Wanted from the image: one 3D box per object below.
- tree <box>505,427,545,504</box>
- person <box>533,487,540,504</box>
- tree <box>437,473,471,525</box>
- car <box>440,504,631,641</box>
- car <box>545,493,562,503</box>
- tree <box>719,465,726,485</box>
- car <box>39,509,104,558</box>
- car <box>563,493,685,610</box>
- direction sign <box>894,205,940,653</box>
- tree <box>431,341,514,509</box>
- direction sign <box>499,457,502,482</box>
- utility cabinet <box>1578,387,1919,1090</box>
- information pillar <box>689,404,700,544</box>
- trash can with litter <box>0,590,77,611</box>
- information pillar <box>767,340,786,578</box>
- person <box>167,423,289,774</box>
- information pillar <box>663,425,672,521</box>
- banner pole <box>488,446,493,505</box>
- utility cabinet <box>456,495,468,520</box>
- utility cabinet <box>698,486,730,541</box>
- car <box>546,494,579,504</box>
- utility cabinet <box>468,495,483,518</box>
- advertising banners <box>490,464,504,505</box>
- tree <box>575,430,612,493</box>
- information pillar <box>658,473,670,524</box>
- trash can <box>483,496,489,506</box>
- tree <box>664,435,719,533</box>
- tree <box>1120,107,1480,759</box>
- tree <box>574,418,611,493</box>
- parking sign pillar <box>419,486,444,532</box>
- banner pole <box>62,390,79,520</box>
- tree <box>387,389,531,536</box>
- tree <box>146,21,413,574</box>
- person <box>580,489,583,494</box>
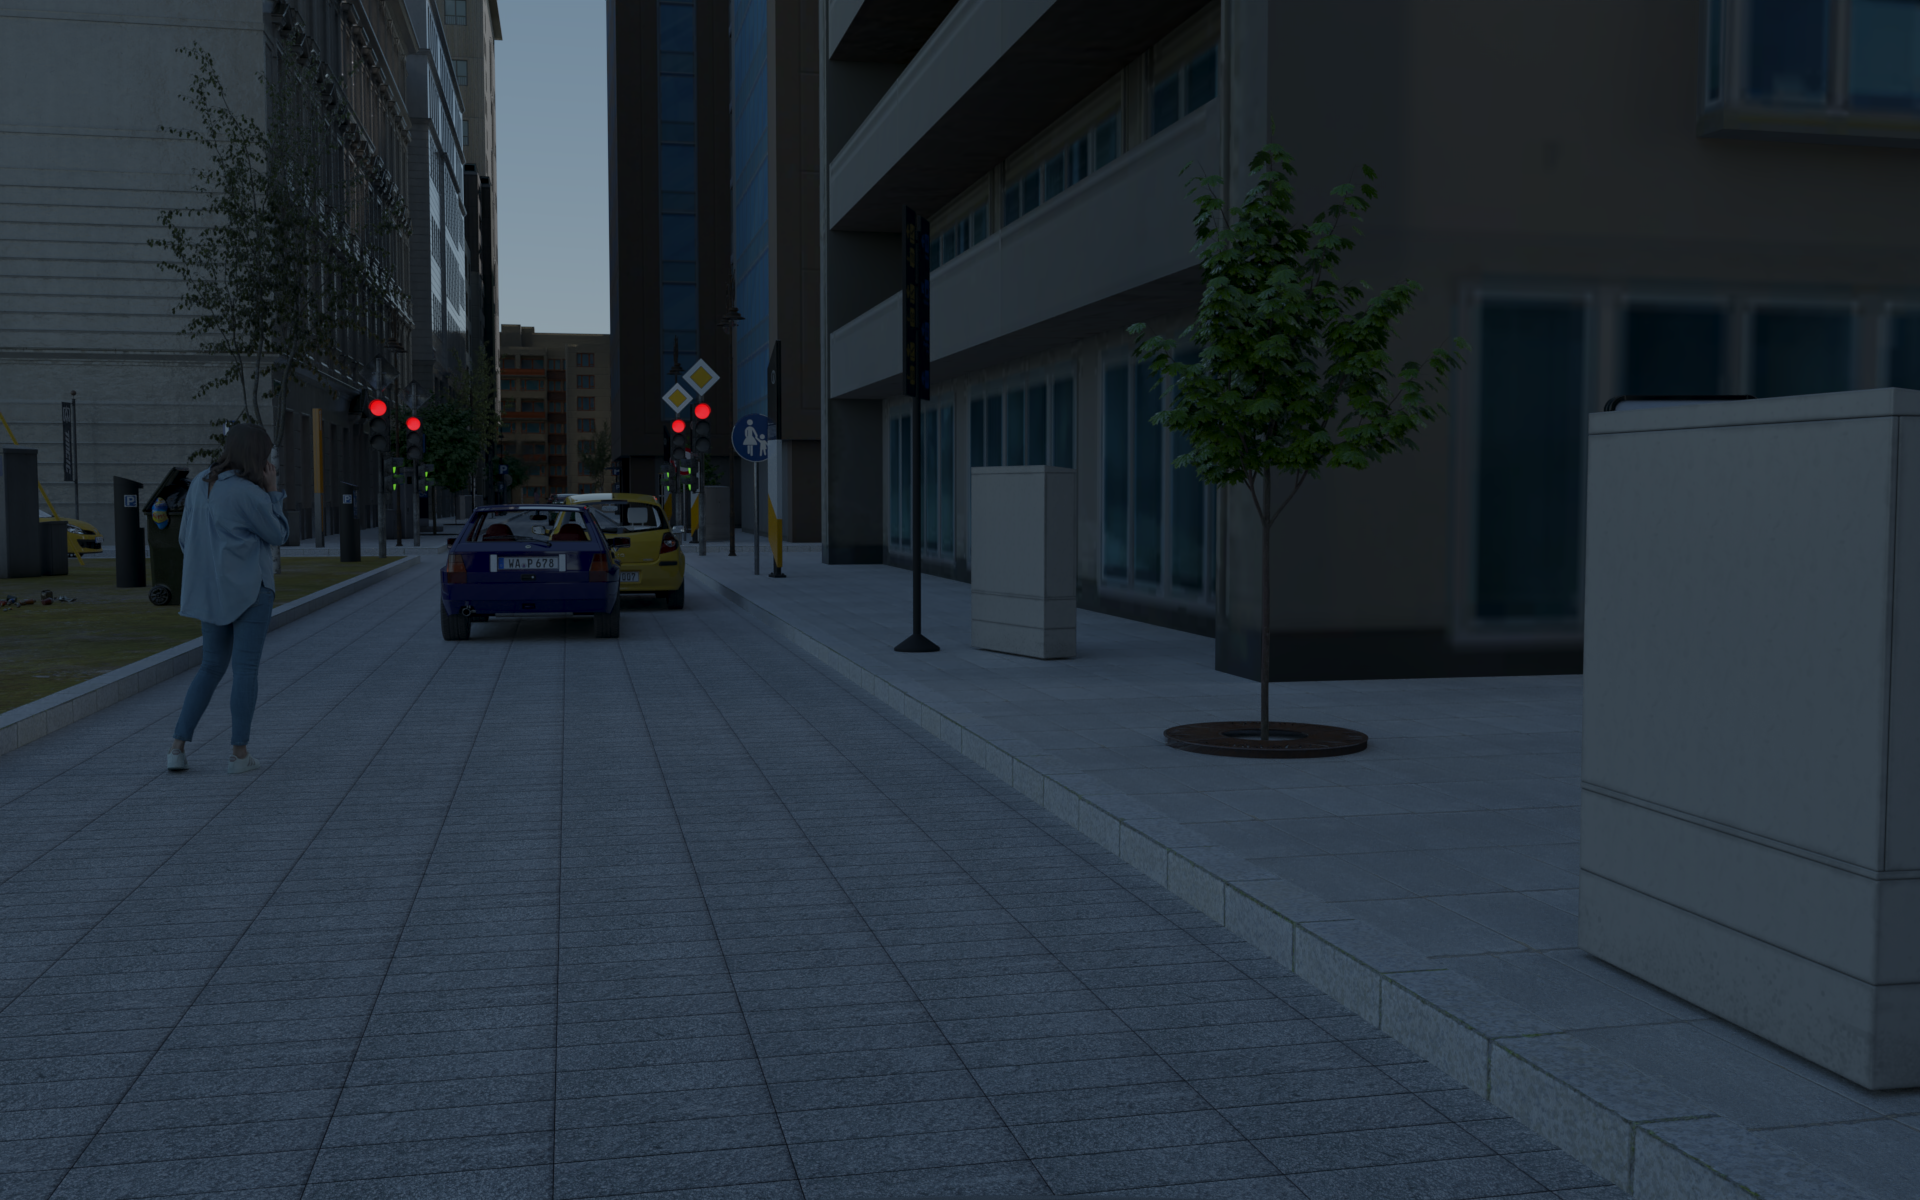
[{"bbox_3d":[-48.067,-14.713,190.912,4.360,8.622,3.978,0,3,0],"label":"tree"},{"bbox_3d":[-23.748,-5.428,97.258,0.388,1.821,0.555,0,4,-8],"label":"person"},{"bbox_3d":[-20.945,-4.697,71.397,1.663,3.219,1.824,0,3,0],"label":"tree"},{"bbox_3d":[-4.486,-0.356,18.403,1.945,1.354,3.894,-1,4,-11],"label":"car"},{"bbox_3d":[-34.233,-8.472,147.555,2.155,1.783,4.494,-1,4,-14],"label":"car"},{"bbox_3d":[-8.876,-3.975,59.592,1.663,3.219,1.824,0,3,0],"label":"tree"},{"bbox_3d":[-20.295,-1.610,36.549,3.980,1.641,2.015,-1,4,-11],"label":"car"},{"bbox_3d":[-4.577,-0.763,22.699,2.015,1.641,3.980,-1,4,-13],"label":"car"},{"bbox_3d":[-0.352,-1.351,14.083,0.379,3.537,0.876,1,4,11],"label":"direction sign"},{"bbox_3d":[-23.564,-8.151,83.626,4.737,8.622,4.395,0,3,0],"label":"tree"},{"bbox_3d":[-28.190,-6.992,106.311,0.379,3.537,0.876,-1,4,-23],"label":"direction sign"},{"bbox_3d":[1.976,0.273,4.223,0.318,1.500,1.173,-1,4,-10],"label":"utility cabinet"},{"bbox_3d":[-6.834,-3.270,44.815,0.183,3.616,0.504,-2,4,-35],"label":"information pillar"},{"bbox_3d":[-10.972,-0.541,19.897,1.678,1.210,2.233,1,4,17],"label":"trash can with litter"},{"bbox_3d":[-2.841,-2.156,26.606,0.183,3.616,0.504,-1,4,-23],"label":"information pillar"},{"bbox_3d":[-3.783,-0.008,8.903,0.793,1.790,0.793,-1,4,-10],"label":"person"},{"bbox_3d":[-9.877,-4.106,58.492,0.183,3.616,0.504,-2,4,-32],"label":"information pillar"},{"bbox_3d":[-24.710,-6.188,91.187,0.401,3.779,0.863,-2,4,-30],"label":"banner pole"},{"bbox_3d":[-25.195,-4.662,87.386,0.306,1.237,1.020,-2,4,-26],"label":"utility cabinet"},{"bbox_3d":[-6.657,-2.319,46.600,0.318,1.500,1.173,2,4,30],"label":"utility cabinet"},{"bbox_3d":[-18.018,-4.167,79.925,2.131,1.459,4.920,-1,4,-11],"label":"car"},{"bbox_3d":[-25.726,-4.916,91.531,1.020,1.237,0.306,1,4,12],"label":"utility cabinet"},{"bbox_3d":[-26.814,-6.361,100.183,0.090,3.025,2.074,0,4,6],"label":"advertising banners"},{"bbox_3d":[-40.345,-14.837,192.954,4.360,8.622,3.978,0,3,0],"label":"tree"},{"bbox_3d":[-10.382,-3.445,60.818,0.304,2.012,0.304,-2,4,-32],"label":"information pillar"},{"bbox_3d":[-29.808,-5.905,108.207,0.748,1.137,0.748,0,3,0],"label":"trash can"},{"bbox_3d":[-8.974,-3.825,57.137,1.663,3.219,1.824,0,3,0],"label":"tree"},{"bbox_3d":[1.462,-0.863,8.714,1.663,3.219,1.824,0,3,0],"label":"tree"},{"bbox_3d":[-34.742,-13.240,166.831,4.737,8.622,4.395,0,3,0],"label":"tree"},{"bbox_3d":[-18.308,-4.299,58.769,1.447,3.967,1.447,-1,4,-21],"label":"parking sign pillar"},{"bbox_3d":[-21.383,-3.159,41.674,0.401,3.779,0.863,0,4,-3],"label":"banner pole"},{"bbox_3d":[-16.425,-4.306,54.115,4.285,4.588,4.351,0,3,0],"label":"tree"},{"bbox_3d":[-10.980,-4.734,27.770,4.360,8.622,3.978,0,3,0],"label":"tree"},{"bbox_3d":[-29.770,-7.813,136.174,0.705,1.831,1.348,-1,4,-21],"label":"person"}]
